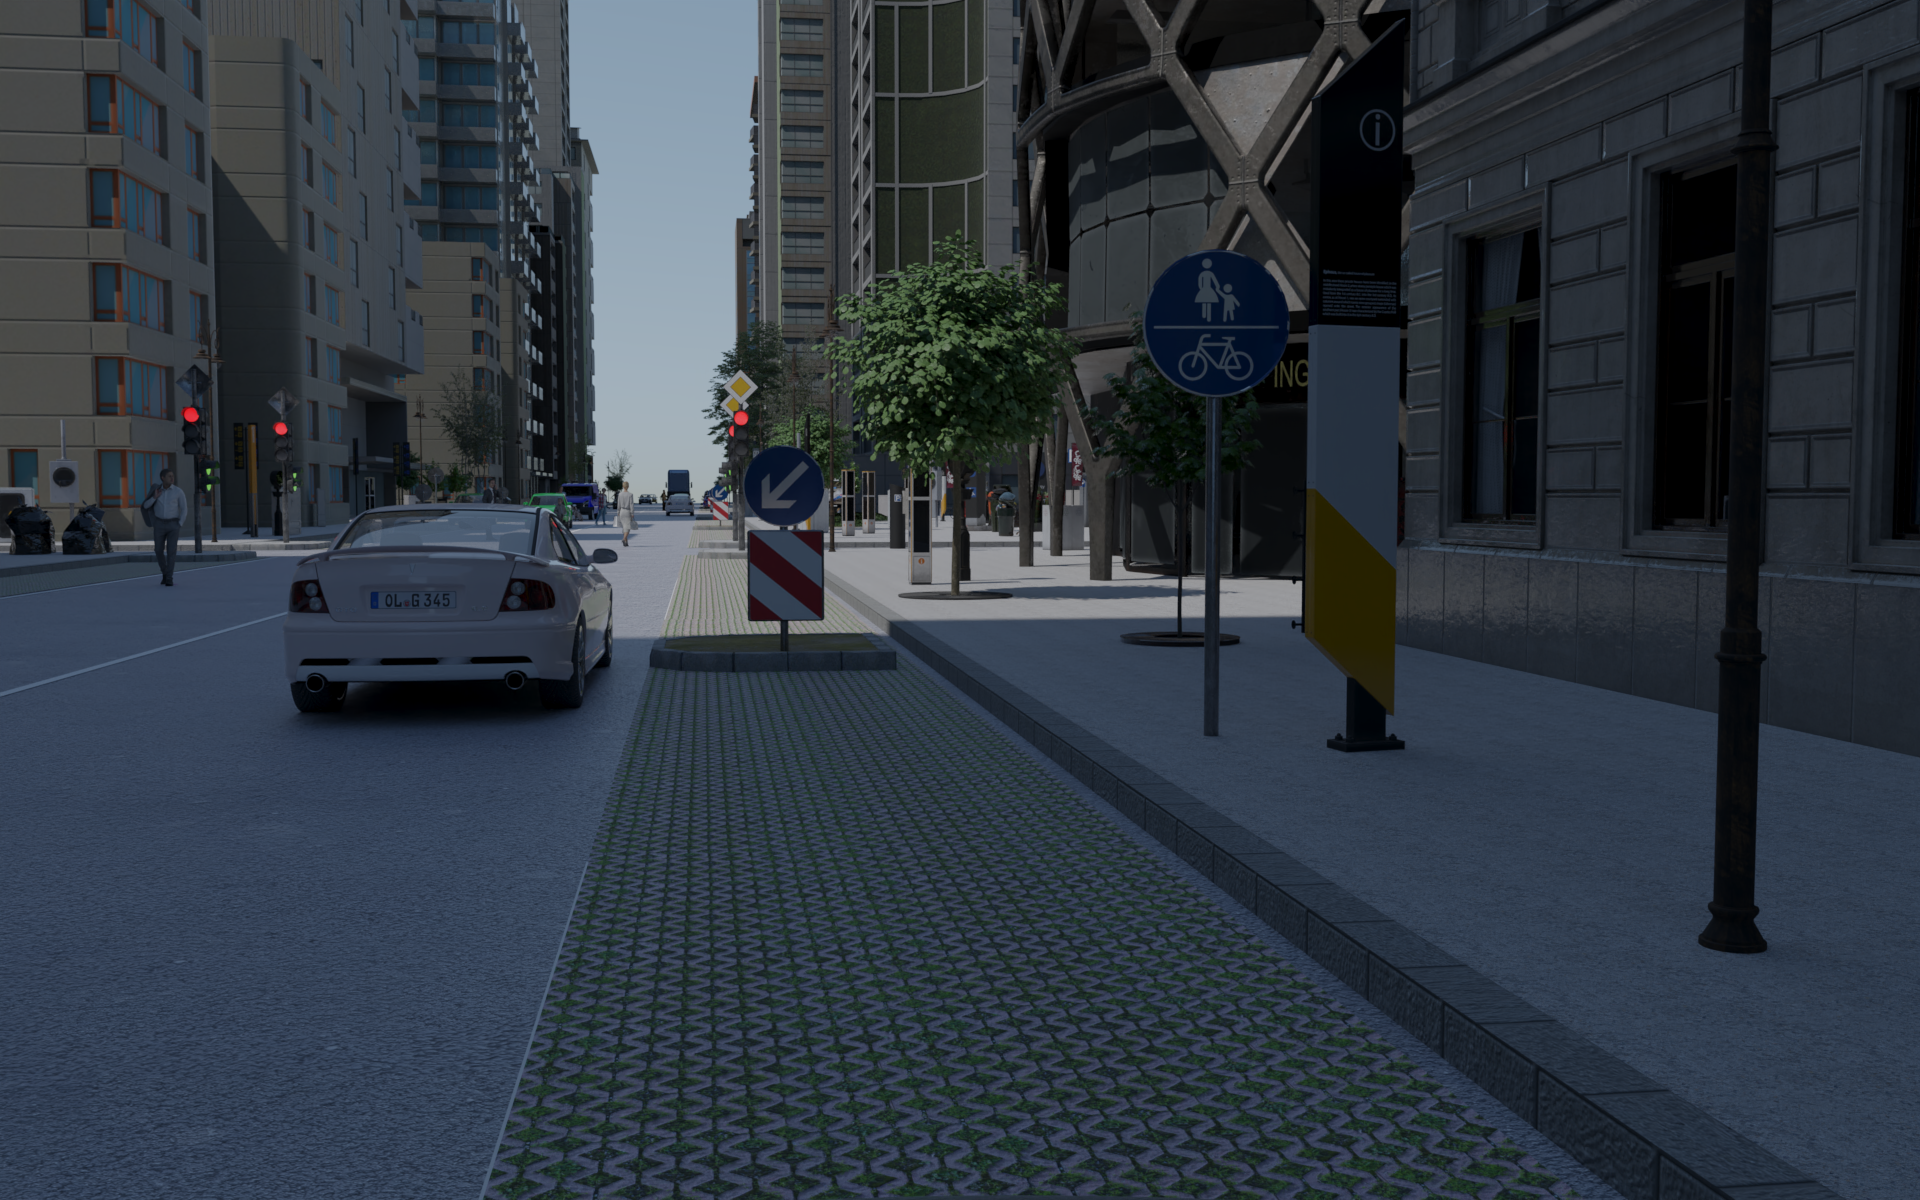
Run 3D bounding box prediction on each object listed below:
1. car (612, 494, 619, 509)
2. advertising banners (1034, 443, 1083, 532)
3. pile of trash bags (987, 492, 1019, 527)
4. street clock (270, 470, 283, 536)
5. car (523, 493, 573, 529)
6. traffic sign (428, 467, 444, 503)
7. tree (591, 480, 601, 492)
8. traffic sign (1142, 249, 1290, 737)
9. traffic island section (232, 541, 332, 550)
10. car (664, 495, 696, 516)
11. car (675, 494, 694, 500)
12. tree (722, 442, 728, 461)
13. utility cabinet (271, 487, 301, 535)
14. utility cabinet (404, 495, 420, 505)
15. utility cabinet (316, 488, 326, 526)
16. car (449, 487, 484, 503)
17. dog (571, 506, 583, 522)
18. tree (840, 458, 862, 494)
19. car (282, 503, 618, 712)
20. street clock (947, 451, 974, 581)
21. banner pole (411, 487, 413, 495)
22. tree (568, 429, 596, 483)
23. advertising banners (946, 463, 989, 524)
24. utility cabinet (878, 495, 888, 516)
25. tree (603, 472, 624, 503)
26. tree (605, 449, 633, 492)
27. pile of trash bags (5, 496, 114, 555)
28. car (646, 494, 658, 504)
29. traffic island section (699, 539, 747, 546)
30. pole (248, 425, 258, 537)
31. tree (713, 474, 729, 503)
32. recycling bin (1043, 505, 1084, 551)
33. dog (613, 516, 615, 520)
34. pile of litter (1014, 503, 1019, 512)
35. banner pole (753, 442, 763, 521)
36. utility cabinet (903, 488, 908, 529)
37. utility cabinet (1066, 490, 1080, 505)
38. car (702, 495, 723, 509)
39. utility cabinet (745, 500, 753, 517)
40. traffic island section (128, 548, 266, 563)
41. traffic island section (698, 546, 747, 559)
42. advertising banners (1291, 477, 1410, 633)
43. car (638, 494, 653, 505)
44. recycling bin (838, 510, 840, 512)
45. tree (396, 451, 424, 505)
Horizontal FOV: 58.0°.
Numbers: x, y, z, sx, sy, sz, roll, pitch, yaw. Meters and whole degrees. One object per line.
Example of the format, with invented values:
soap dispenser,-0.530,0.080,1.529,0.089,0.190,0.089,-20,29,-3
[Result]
car,-31.921,-9.428,163.929,2.009,1.686,4.222,0,4,-7
advertising banners,3.296,-3.833,58.854,2.074,3.025,0.090,-1,4,-15
pile of trash bags,1.888,-3.480,66.648,1.912,1.369,3.447,2,4,23
street clock,-20.837,-2.957,52.921,0.358,2.002,0.471,1,4,13
car,-16.955,-3.830,71.417,1.959,1.807,4.718,-1,4,-10
traffic sign,-24.926,-5.033,82.397,0.768,2.556,0.104,0,4,-7
tree,-44.073,-13.175,210.017,1.663,3.219,1.824,0,3,0
traffic sign,1.335,-0.551,9.123,0.768,2.556,0.104,0,4,0
traffic island section,-17.711,-1.419,45.485,2.009,0.180,2.903,-1,4,-8
car,-18.560,-6.265,114.787,2.083,1.381,4.827,-1,4,-9
car,-24.515,-8.605,152.487,2.131,1.459,4.920,0,4,-7
tree,-26.121,-15.608,205.556,4.360,8.622,3.978,0,3,0
utility cabinet,-20.924,-2.761,53.825,0.318,1.500,1.173,1,4,9
utility cabinet,-27.403,-4.615,86.621,0.306,1.237,1.020,1,4,13
utility cabinet,-25.076,-3.629,68.008,0.318,1.500,1.173,-1,4,-22
car,-22.600,-4.375,80.329,1.959,1.807,4.718,0,4,-8
dog,-19.832,-4.481,90.098,0.513,0.831,0.800,-3,5,-43
tree,-5.683,-6.007,92.822,1.663,3.219,1.824,0,3,0
car,-3.628,-0.030,12.845,2.083,1.381,4.827,0,4,-7
street clock,0.033,-1.282,25.531,0.358,2.002,0.471,-2,4,-34
banner pole,-36.394,-7.613,114.493,0.863,3.779,0.401,1,4,23
tree,-43.175,-14.997,195.555,4.737,8.622,4.395,0,3,0
advertising banners,0.326,-4.837,75.270,2.074,3.025,0.090,0,4,4
utility cabinet,-4.005,-5.117,94.817,1.020,1.237,0.306,3,5,42
tree,-51.372,-16.743,257.466,4.285,4.588,4.351,0,3,0
tree,-54.352,-19.969,276.851,4.360,8.622,3.978,0,3,0
pile of trash bags,-20.034,-1.681,37.230,3.447,1.369,1.912,0,4,-4
car,-47.070,-15.532,264.174,2.015,1.641,3.980,0,4,-7
traffic island section,-6.095,-1.524,47.192,2.009,0.180,2.903,-1,4,-8
pole,-20.894,-3.507,51.185,0.158,3.312,0.155,0,3,0
tree,-35.506,-16.955,260.924,4.285,4.588,4.351,0,3,0
recycling bin,2.366,-1.658,39.655,0.722,1.027,0.722,-2,4,-30
dog,-16.222,-3.793,82.205,0.748,0.427,0.550,-2,4,-34
pile of litter,2.803,-5.073,96.909,1.719,0.858,1.176,-1,4,-14
banner pole,-9.652,-5.689,83.029,0.401,3.779,0.863,3,4,37
utility cabinet,-1.802,-3.294,62.536,0.318,1.500,1.173,-1,4,-15
utility cabinet,6.537,-5.402,97.001,1.173,1.500,0.318,1,4,13
car,-22.501,-8.860,157.439,1.945,1.354,3.894,0,4,-8
utility cabinet,-11.954,-5.312,98.014,0.306,1.237,1.020,0,4,2
traffic island section,-16.543,-0.936,37.586,2.009,0.180,2.903,-1,4,-8
traffic island section,-4.926,-1.040,39.293,2.009,0.180,2.903,-1,4,-8
advertising banners,4.077,-1.220,16.135,2.074,3.025,0.090,-1,4,-14
car,-43.428,-14.021,239.035,2.009,1.686,4.222,0,4,-7
recycling bin,-7.228,-5.164,96.992,0.722,1.027,0.722,-3,4,-39
tree,-36.131,-7.834,111.798,4.285,4.588,4.351,0,3,0
